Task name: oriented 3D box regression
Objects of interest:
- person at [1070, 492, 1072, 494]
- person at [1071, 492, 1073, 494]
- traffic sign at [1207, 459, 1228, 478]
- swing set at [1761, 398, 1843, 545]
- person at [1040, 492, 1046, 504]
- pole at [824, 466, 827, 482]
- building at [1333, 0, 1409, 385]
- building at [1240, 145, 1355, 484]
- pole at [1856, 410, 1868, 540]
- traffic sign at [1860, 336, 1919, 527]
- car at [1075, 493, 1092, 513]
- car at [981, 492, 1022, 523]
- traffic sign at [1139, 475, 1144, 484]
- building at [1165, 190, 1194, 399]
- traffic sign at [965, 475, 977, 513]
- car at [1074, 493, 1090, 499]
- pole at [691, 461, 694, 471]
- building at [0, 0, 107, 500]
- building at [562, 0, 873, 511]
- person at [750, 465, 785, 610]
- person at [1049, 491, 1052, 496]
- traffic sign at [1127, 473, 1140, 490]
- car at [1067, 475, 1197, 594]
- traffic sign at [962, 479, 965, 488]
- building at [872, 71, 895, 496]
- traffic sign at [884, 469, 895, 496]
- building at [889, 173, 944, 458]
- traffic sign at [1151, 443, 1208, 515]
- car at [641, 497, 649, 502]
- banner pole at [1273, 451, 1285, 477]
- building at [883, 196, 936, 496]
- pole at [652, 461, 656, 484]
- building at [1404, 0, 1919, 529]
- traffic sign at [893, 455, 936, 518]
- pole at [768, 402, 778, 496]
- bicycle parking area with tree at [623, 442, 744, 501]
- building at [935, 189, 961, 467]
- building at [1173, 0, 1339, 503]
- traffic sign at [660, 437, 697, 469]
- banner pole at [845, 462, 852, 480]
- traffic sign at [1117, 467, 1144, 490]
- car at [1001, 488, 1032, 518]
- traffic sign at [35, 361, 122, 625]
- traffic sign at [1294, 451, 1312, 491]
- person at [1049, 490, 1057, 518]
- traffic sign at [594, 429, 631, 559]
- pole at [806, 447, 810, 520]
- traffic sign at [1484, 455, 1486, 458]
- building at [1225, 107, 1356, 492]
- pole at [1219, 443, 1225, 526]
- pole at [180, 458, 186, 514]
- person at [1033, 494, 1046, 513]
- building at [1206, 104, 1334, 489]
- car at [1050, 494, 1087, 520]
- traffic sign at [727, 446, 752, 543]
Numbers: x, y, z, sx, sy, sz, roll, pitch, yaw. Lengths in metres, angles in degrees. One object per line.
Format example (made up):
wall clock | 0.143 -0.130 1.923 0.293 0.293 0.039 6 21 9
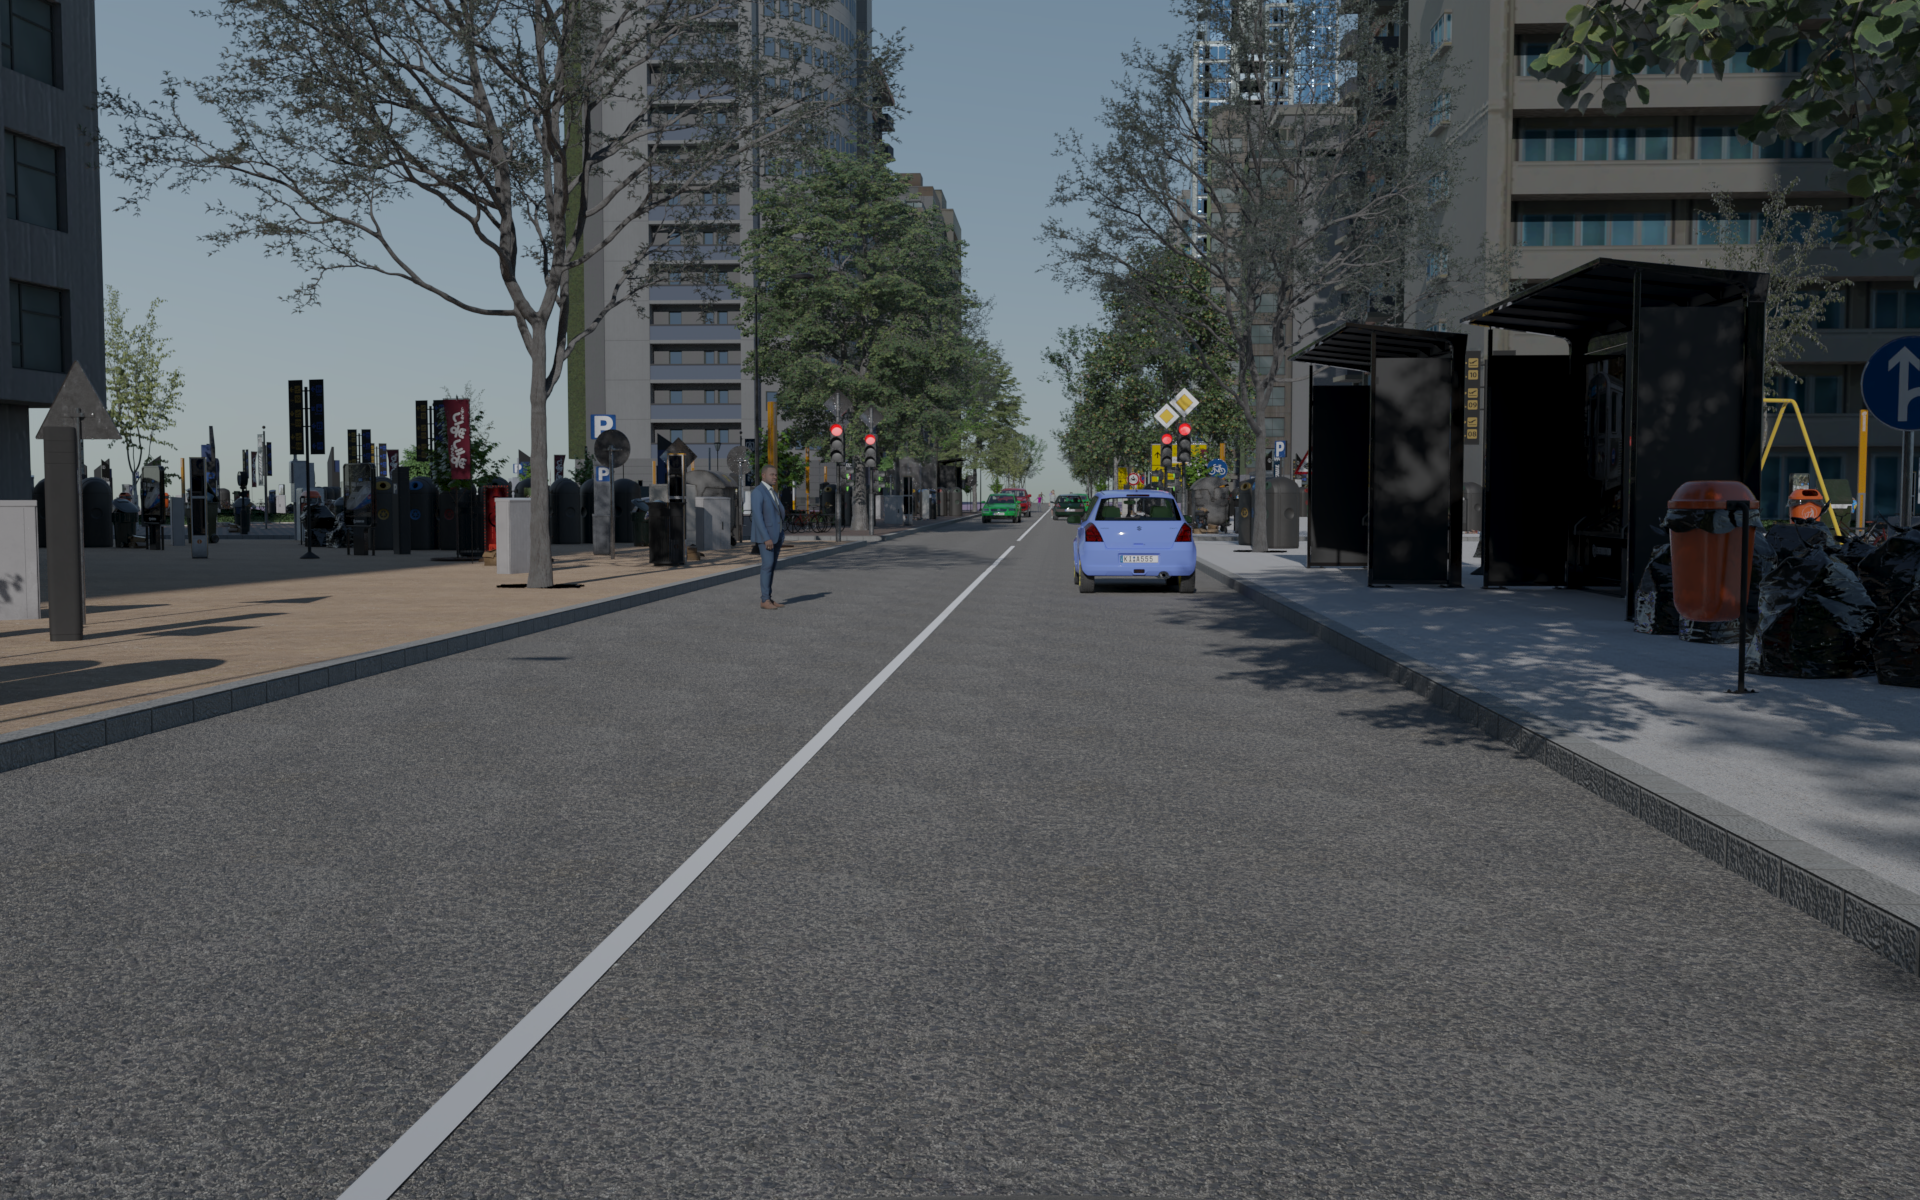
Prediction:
person | 16.065 -14.801 251.169 0.621 1.740 0.551 -2 4 -34
person | 16.936 -15.495 262.624 1.217 1.735 0.721 -2 4 -24
traffic sign | 9.256 -3.811 62.418 0.768 2.556 0.104 1 4 12
swing set | 12.438 -1.870 28.191 3.119 2.851 2.862 -1 4 -18
person | 11.779 -14.755 250.463 1.217 1.735 0.721 0 4 7
pole | -9.889 -8.177 127.539 0.158 3.312 0.155 0 3 0
building | 35.514 -27.731 108.032 22.147 44.769 28.867 0 4 3
building | 30.854 -22.994 147.659 14.160 30.474 14.107 0 4 3
pole | 21.873 -2.946 42.009 0.158 3.312 0.155 0 3 0
traffic sign | 7.672 -0.852 14.040 0.768 2.556 0.104 1 4 10
car | 7.534 -6.269 111.302 1.959 1.807 4.718 0 4 4
car | 2.085 -4.733 86.188 1.959 1.807 4.718 0 4 5
traffic sign | 10.435 -5.930 97.055 0.768 2.556 0.104 0 4 5
building | 43.235 -39.837 270.941 23.786 49.044 30.456 0 4 3
traffic sign | 0.720 -7.052 115.405 0.768 2.556 0.104 0 4 6
car | 9.647 -8.144 142.198 2.155 1.783 4.494 0 4 2
pole | -15.501 -6.520 100.452 0.158 3.312 0.155 0 3 0
building | -23.027 -15.666 27.842 14.107 30.474 14.160 0 4 3
building | -19.304 -36.869 144.811 21.231 58.520 28.212 0 4 3
person | -2.420 -0.801 21.785 0.419 1.800 0.721 1 4 9
person | 12.423 -13.861 234.993 0.709 1.838 0.599 -2 4 -31
traffic sign | 10.337 -6.312 103.301 0.768 2.556 0.104 1 4 9
car | 2.597 -1.020 26.270 1.945 1.707 3.694 0 4 2
traffic sign | 0.066 -7.244 120.560 0.606 2.300 0.079 0 4 4
building | -18.198 -31.749 173.721 22.147 44.769 28.867 0 4 3
traffic sign | -3.470 -5.318 87.059 0.768 2.556 0.104 0 4 8
building | -10.148 -36.409 245.399 14.600 45.320 14.200 0 4 3
traffic sign | 8.829 -4.646 69.838 2.265 3.308 0.079 1 4 8
car | -8.971 -2.310 50.123 4.827 1.381 2.083 0 4 4
banner pole | 16.468 -6.066 89.189 0.863 3.779 0.401 3 5 45
building | -10.725 -33.506 231.416 14.154 41.232 14.086 0 4 3
pole | -18.864 -6.911 106.838 0.158 3.312 0.155 0 3 0
building | 29.986 -27.373 71.247 21.600 48.544 21.300 0 4 3
traffic sign | -2.384 -5.948 91.129 2.265 3.308 0.079 0 4 5
pole | -4.142 -2.721 38.325 0.158 3.312 0.155 0 3 0
bicycle parking area with tree | -16.051 -6.653 95.783 8.231 4.147 9.016 1 4 10
building | -11.033 -40.022 278.064 21.300 48.544 21.600 0 4 3
building | 40.448 -56.664 239.129 22.319 86.520 31.000 0 4 3
traffic sign | -5.723 -2.081 35.216 0.795 2.450 0.064 1 4 9
banner pole | -7.402 -7.804 117.606 0.863 3.779 0.401 -1 4 -23
traffic sign | 12.789 -8.212 128.138 2.265 3.308 0.079 0 4 6
car | 3.318 -6.024 107.163 2.281 1.827 5.304 0 4 5
traffic sign | -8.601 -1.034 16.904 0.884 2.594 0.081 0 4 5
traffic sign | 9.382 -2.837 46.382 0.884 2.594 0.081 0 4 5
person | 5.600 -5.789 104.158 0.512 1.701 0.522 1 4 18
traffic sign | -6.831 -2.072 33.987 0.768 2.556 0.104 1 4 13
pole | -6.160 -4.662 70.070 0.158 3.312 0.155 0 3 0
traffic sign | 8.230 -1.573 25.719 0.884 2.594 0.081 1 4 13
building | 41.369 -28.984 165.775 32.217 40.220 23.993 0 4 3
pole | 10.578 -4.649 69.862 0.158 3.312 0.155 0 3 0
pole | -43.831 -6.354 97.729 0.158 3.312 0.155 0 3 0
person | 6.135 -7.483 134.072 0.991 1.433 0.599 1 4 10
building | 33.275 -30.684 185.272 14.154 41.232 14.086 0 4 3
car | 5.985 -5.234 95.355 2.009 1.686 4.222 0 4 2
traffic sign | -5.761 -2.774 45.465 0.768 2.556 0.104 1 4 9
